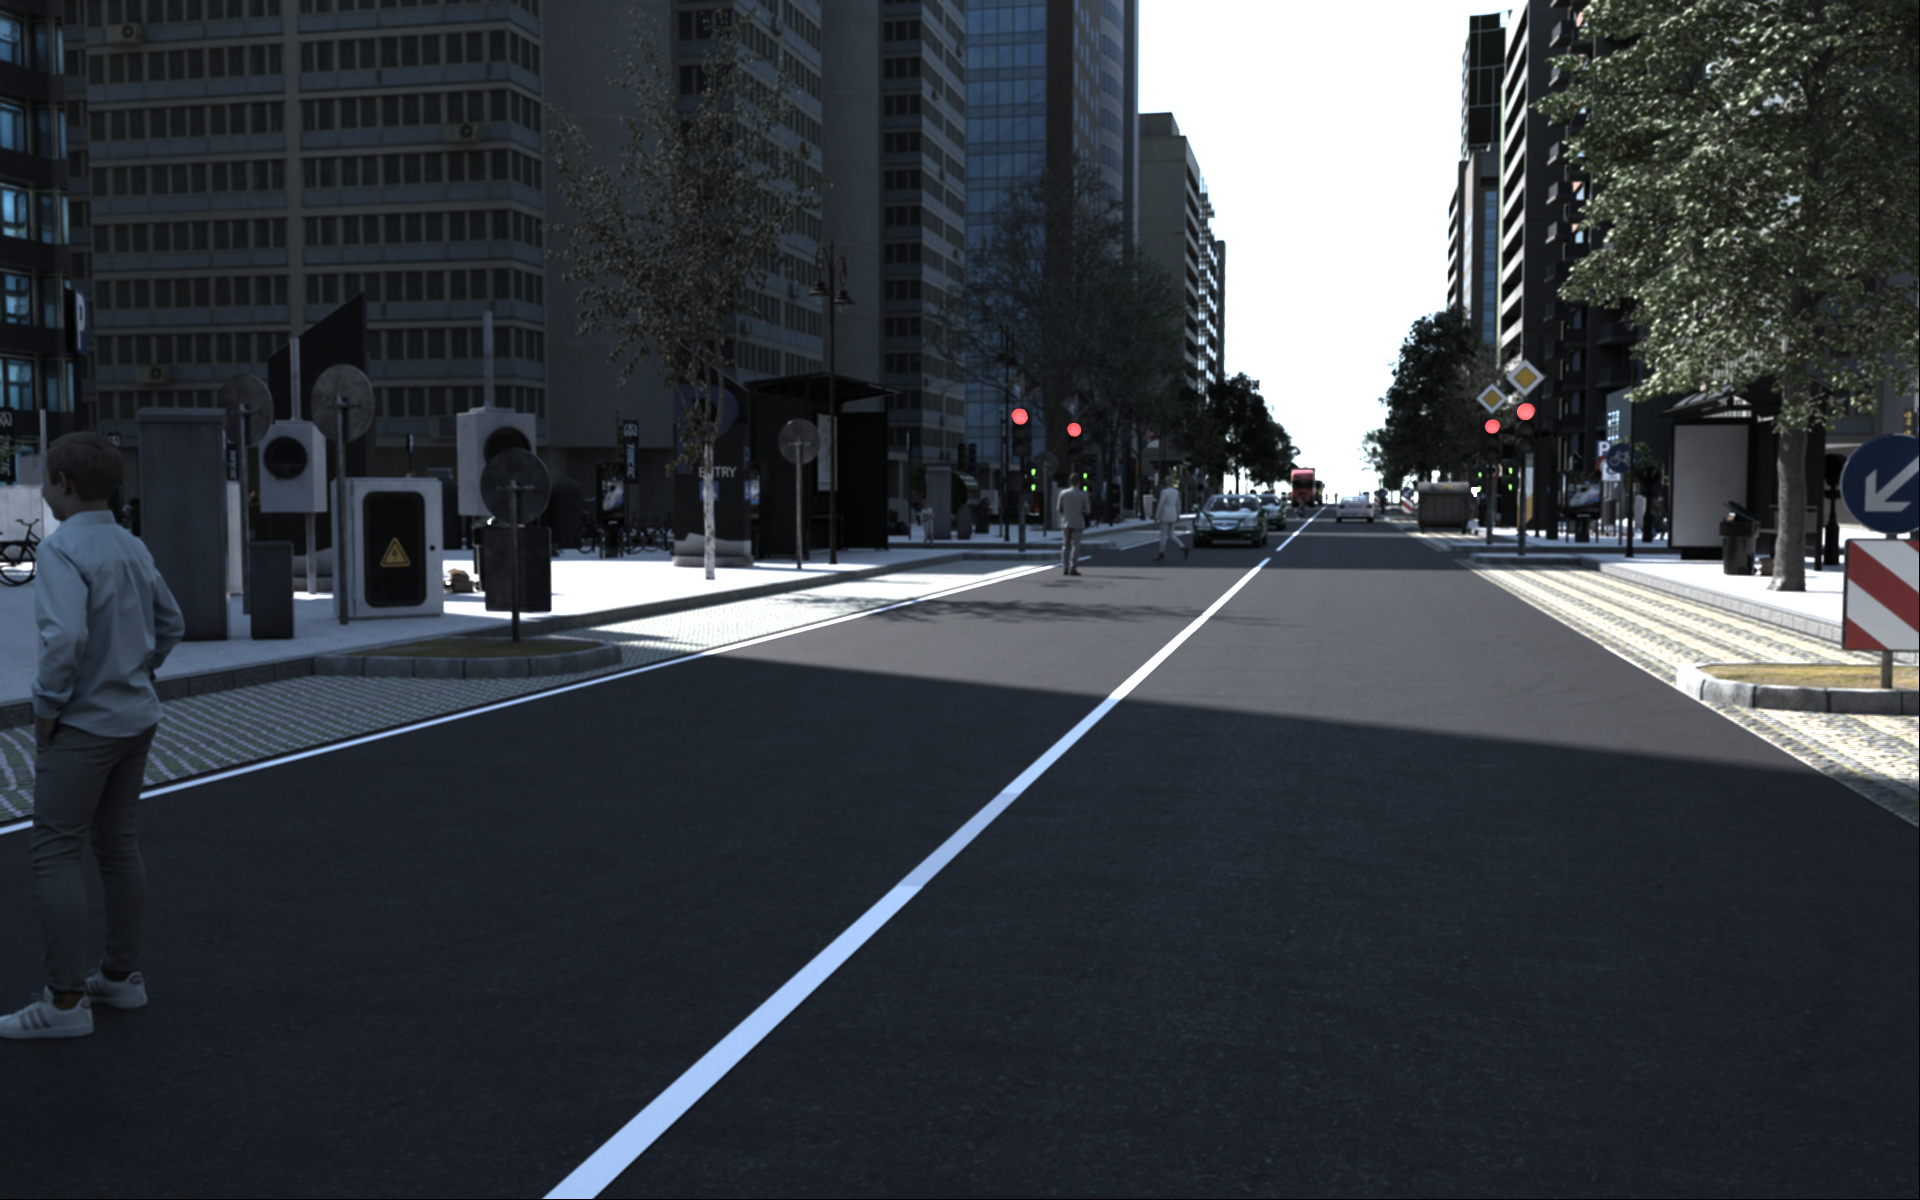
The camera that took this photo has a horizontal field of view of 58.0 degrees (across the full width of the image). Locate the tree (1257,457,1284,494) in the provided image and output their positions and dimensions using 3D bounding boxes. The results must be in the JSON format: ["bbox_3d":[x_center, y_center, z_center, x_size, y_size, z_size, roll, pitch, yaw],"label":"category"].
[{"bbox_3d":[41.371,-17.221,231.931,4.360,8.622,3.978,0,3,0],"label":"tree"}]

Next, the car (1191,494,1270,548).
[{"bbox_3d":[7.537,-2.217,48.042,2.131,1.459,4.920,1,4,13],"label":"car"}]

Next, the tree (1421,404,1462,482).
[{"bbox_3d":[30.968,-9.817,110.870,4.737,8.622,4.395,0,3,0],"label":"tree"}]

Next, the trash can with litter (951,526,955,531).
[{"bbox_3d":[-0.557,-2.961,59.791,1.055,1.170,0.624,-2,4,-26],"label":"trash can with litter"}]

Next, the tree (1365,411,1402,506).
[{"bbox_3d":[45.598,-15.021,180.005,7.601,10.594,8.767,1,4,18],"label":"tree"}]

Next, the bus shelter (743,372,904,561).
[{"bbox_3d":[-2.769,-2.764,36.478,1.731,3.624,6.357,1,4,12],"label":"bus shelter"}]

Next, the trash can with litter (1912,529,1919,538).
[{"bbox_3d":[13.016,-0.747,23.278,1.678,1.210,2.233,2,4,24],"label":"trash can with litter"}]

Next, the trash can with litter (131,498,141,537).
[{"bbox_3d":[-24.381,-2.465,51.697,0.624,1.170,1.055,1,4,12],"label":"trash can with litter"}]

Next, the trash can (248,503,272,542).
[{"bbox_3d":[-11.505,-1.012,28.202,0.748,1.137,0.748,0,3,0],"label":"trash can"}]

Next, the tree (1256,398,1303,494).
[{"bbox_3d":[37.647,-18.682,215.820,12.009,13.543,11.850,0,3,0],"label":"tree"}]

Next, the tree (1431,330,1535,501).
[{"bbox_3d":[23.601,-7.825,78.304,4.360,8.622,3.978,0,3,0],"label":"tree"}]

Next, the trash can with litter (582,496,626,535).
[{"bbox_3d":[-11.264,-2.653,54.438,1.678,1.210,2.233,3,4,39],"label":"trash can with litter"}]

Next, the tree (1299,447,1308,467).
[{"bbox_3d":[47.229,-21.026,260.777,9.611,12.733,9.660,0,3,0],"label":"tree"}]

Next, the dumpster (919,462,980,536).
[{"bbox_3d":[-0.311,-3.022,51.895,1.502,2.255,1.985,1,4,12],"label":"dumpster"}]

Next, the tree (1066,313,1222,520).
[{"bbox_3d":[8.619,-9.181,84.516,7.601,10.594,8.767,0,4,7],"label":"tree"}]

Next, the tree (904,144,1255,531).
[{"bbox_3d":[3.219,-9.177,60.417,12.009,13.543,11.850,0,3,0],"label":"tree"}]

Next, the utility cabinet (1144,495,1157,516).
[{"bbox_3d":[11.007,-5.397,99.408,1.020,1.237,0.306,-2,4,-24],"label":"utility cabinet"}]

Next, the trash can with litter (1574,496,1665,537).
[{"bbox_3d":[19.765,-2.519,52.236,1.678,1.210,2.233,-1,4,-20],"label":"trash can with litter"}]

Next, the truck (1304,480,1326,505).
[{"bbox_3d":[47.724,-14.565,234.054,3.469,3.379,9.791,1,4,13],"label":"truck"}]

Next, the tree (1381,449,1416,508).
[{"bbox_3d":[40.765,-12.515,154.979,4.360,8.622,3.978,0,3,0],"label":"tree"}]

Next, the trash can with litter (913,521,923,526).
[{"bbox_3d":[-0.783,-3.592,69.783,2.233,1.210,1.678,0,4,-2],"label":"trash can with litter"}]

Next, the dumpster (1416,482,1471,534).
[{"bbox_3d":[17.226,-3.277,61.801,1.865,1.857,1.264,1,4,13],"label":"dumpster"}]

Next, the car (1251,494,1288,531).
[{"bbox_3d":[12.149,-3.543,69.718,2.131,1.459,4.920,1,4,13],"label":"car"}]

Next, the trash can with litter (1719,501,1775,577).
[{"bbox_3d":[12.542,-0.972,27.284,1.055,1.170,0.624,3,5,44],"label":"trash can with litter"}]

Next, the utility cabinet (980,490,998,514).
[{"bbox_3d":[1.405,-4.846,87.917,1.173,1.500,0.318,3,5,43],"label":"utility cabinet"}]

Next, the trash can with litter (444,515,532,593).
[{"bbox_3d":[-6.271,-0.690,22.663,1.055,1.170,0.624,-3,5,-43],"label":"trash can with litter"}]

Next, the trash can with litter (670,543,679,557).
[{"bbox_3d":[-5.537,-1.466,35.363,0.624,1.170,1.055,1,4,9],"label":"trash can with litter"}]

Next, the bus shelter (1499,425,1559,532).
[{"bbox_3d":[20.051,-4.299,61.569,1.731,3.624,6.357,1,4,12],"label":"bus shelter"}]

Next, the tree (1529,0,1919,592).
[{"bbox_3d":[11.299,-6.404,22.836,7.486,12.596,7.792,0,3,0],"label":"tree"}]

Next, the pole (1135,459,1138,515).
[{"bbox_3d":[10.126,-6.450,99.300,0.158,3.312,0.155,0,3,0],"label":"pole"}]

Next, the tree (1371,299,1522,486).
[{"bbox_3d":[28.584,-11.323,102.135,9.611,12.733,9.660,0,3,0],"label":"tree"}]

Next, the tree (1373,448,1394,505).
[{"bbox_3d":[50.356,-15.413,202.363,4.737,8.622,4.395,0,3,0],"label":"tree"}]

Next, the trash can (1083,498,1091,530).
[{"bbox_3d":[4.333,-3.100,62.346,0.748,1.137,0.748,0,3,0],"label":"trash can"}]

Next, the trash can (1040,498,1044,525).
[{"bbox_3d":[3.527,-3.500,68.883,0.748,1.137,0.748,0,3,0],"label":"trash can"}]

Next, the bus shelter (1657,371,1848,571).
[{"bbox_3d":[14.075,-2.279,31.188,2.014,3.302,5.546,1,4,12],"label":"bus shelter"}]

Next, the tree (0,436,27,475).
[{"bbox_3d":[-17.529,-2.177,30.198,1.663,3.219,1.824,0,3,0],"label":"tree"}]

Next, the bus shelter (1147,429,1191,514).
[{"bbox_3d":[13.207,-8.089,109.893,2.179,5.291,8.768,1,4,12],"label":"bus shelter"}]

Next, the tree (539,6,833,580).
[{"bbox_3d":[-3.975,-4.603,25.617,4.360,8.622,3.978,0,3,0],"label":"tree"}]

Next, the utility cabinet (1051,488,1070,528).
[{"bbox_3d":[3.777,-3.389,64.087,0.318,1.500,1.173,3,4,37],"label":"utility cabinet"}]

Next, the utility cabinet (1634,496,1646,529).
[{"bbox_3d":[25.466,-3.281,64.808,0.306,1.237,1.020,2,4,28],"label":"utility cabinet"}]

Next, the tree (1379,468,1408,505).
[{"bbox_3d":[52.586,-13.849,210.144,4.285,4.588,4.351,0,3,0],"label":"tree"}]

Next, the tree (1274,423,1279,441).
[{"bbox_3d":[31.848,-16.331,192.774,9.928,11.665,9.643,0,3,0],"label":"tree"}]

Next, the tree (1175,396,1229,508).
[{"bbox_3d":[17.846,-10.830,127.431,4.737,8.622,4.395,0,3,0],"label":"tree"}]

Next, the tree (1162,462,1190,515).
[{"bbox_3d":[13.041,-6.703,104.201,1.663,3.219,1.824,0,3,0],"label":"tree"}]

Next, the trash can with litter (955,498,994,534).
[{"bbox_3d":[0.511,-2.720,55.851,1.055,1.170,0.624,-1,4,-21],"label":"trash can with litter"}]

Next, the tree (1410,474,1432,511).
[{"bbox_3d":[34.465,-8.274,129.888,1.663,3.219,1.824,0,3,0],"label":"tree"}]

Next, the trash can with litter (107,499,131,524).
[{"bbox_3d":[-18.698,-1.619,37.861,0.624,1.170,1.055,-3,5,-44],"label":"trash can with litter"}]

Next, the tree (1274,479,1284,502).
[{"bbox_3d":[50.719,-19.725,272.865,4.737,8.622,4.395,0,3,0],"label":"tree"}]

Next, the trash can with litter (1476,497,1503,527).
[{"bbox_3d":[20.504,-3.393,66.862,1.055,1.170,0.624,0,4,2],"label":"trash can with litter"}]

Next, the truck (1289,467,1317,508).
[{"bbox_3d":[36.498,-11.929,183.953,2.839,4.237,11.283,1,4,12],"label":"truck"}]

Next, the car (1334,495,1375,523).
[{"bbox_3d":[20.228,-4.672,88.750,2.083,1.381,4.827,1,4,12],"label":"car"}]

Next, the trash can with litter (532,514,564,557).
[{"bbox_3d":[-8.658,-1.480,35.580,1.055,1.170,0.624,1,4,11],"label":"trash can with litter"}]

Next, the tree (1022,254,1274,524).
[{"bbox_3d":[6.423,-9.137,75.149,9.928,11.665,9.643,0,3,0],"label":"tree"}]

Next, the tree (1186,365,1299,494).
[{"bbox_3d":[24.724,-14.544,154.803,9.611,12.733,9.660,0,3,0],"label":"tree"}]

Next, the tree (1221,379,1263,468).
[{"bbox_3d":[19.844,-12.228,134.337,8.767,10.594,7.601,3,4,37],"label":"tree"}]

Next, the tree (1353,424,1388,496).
[{"bbox_3d":[62.579,-20.337,258.259,9.928,11.665,9.643,0,3,0],"label":"tree"}]
